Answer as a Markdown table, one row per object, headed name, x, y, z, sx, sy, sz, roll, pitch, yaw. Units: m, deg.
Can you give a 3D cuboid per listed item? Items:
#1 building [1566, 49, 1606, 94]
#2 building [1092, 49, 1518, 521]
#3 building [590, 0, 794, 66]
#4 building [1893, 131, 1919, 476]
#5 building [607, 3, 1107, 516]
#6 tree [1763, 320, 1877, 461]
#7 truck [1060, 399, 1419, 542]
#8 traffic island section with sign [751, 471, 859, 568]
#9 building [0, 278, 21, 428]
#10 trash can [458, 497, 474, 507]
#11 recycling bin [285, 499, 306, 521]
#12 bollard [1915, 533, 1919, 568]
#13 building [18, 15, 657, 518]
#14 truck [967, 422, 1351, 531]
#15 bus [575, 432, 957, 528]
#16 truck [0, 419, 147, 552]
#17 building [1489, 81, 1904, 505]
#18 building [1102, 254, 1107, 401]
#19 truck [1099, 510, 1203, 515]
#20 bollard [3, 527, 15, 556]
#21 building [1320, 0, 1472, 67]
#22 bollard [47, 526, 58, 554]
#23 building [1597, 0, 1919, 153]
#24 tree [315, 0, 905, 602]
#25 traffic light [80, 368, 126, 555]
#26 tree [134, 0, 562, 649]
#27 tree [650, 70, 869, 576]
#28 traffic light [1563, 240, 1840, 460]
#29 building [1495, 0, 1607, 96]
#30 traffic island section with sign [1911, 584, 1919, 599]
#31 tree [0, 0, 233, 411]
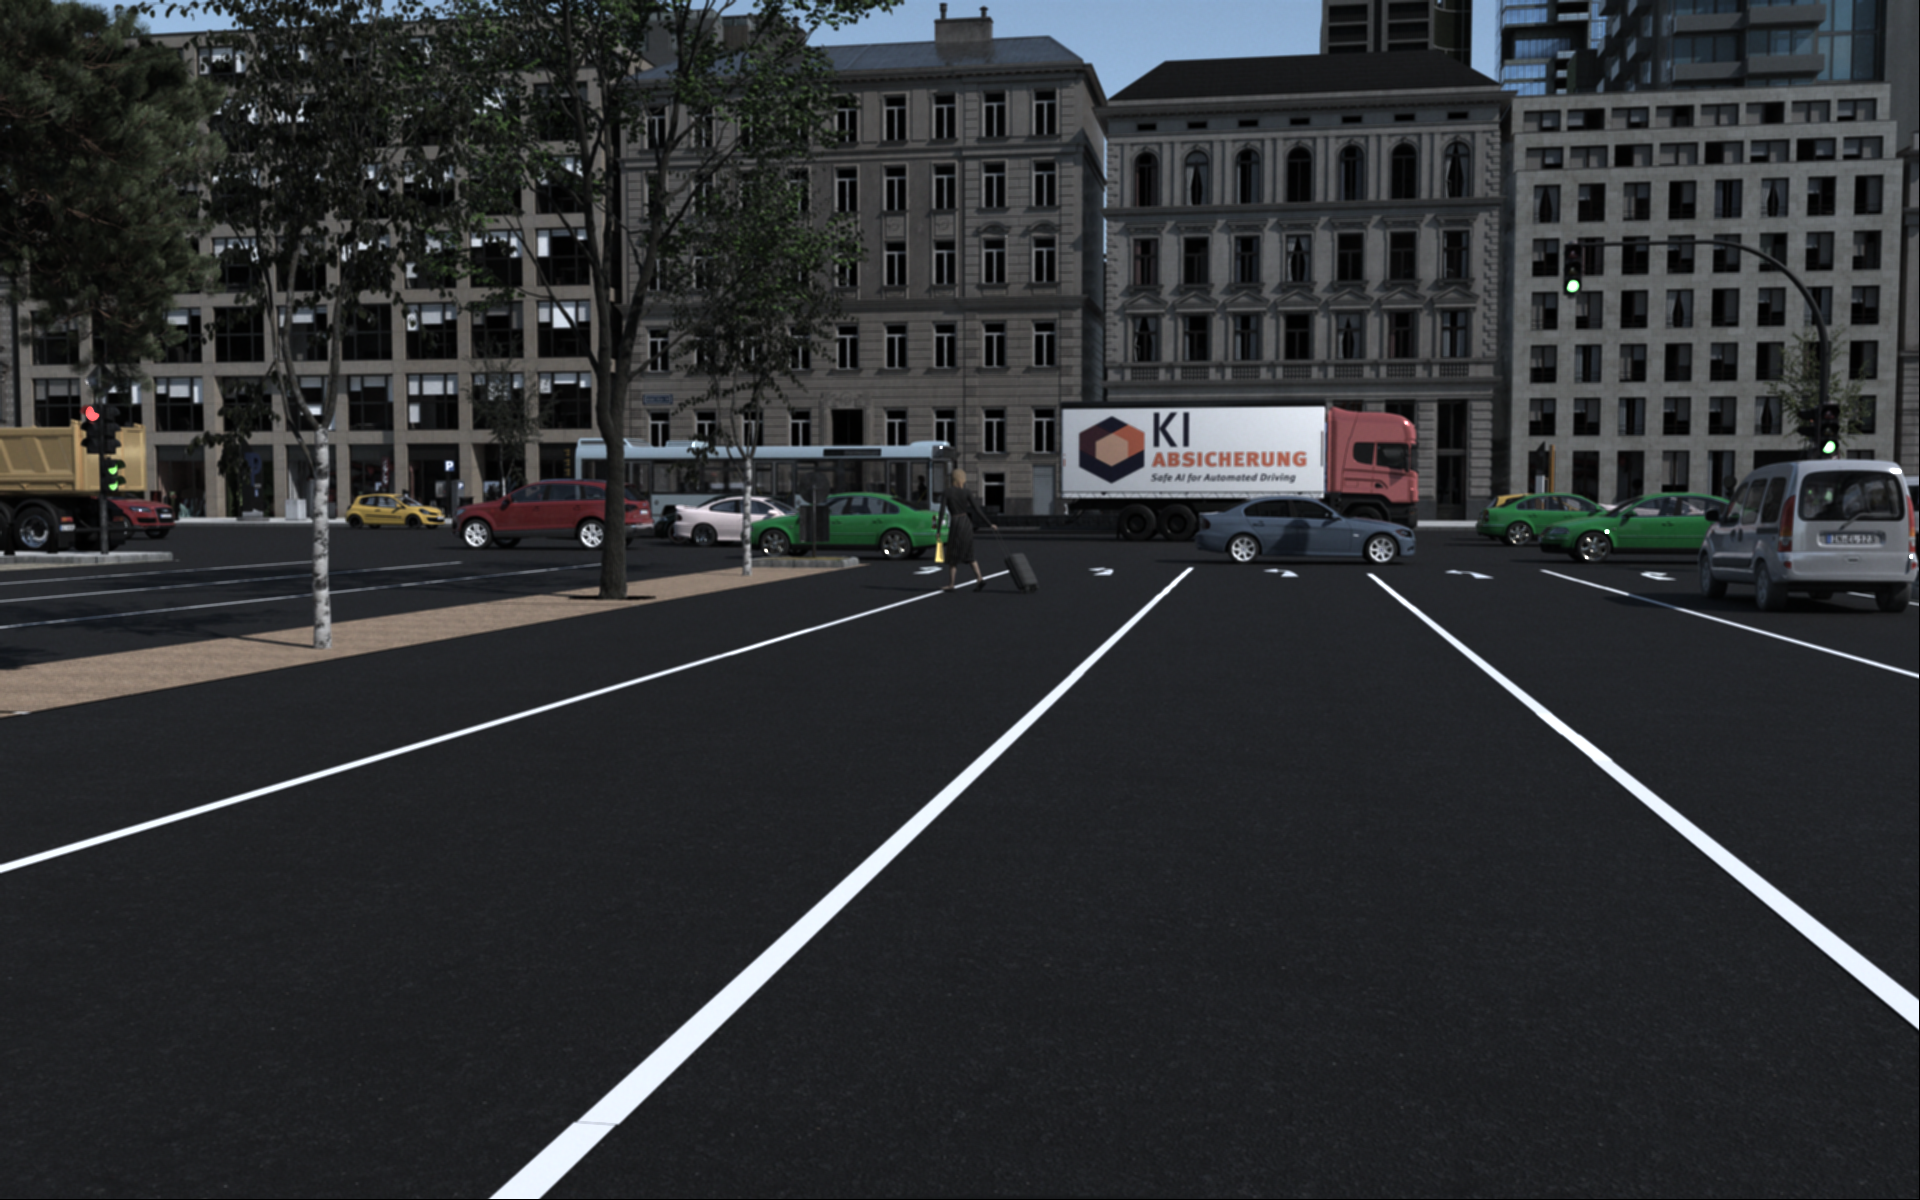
| name | x | y | z | sx | sy | sz | roll | pitch | yaw |
| --- | --- | --- | --- | --- | --- | --- | --- | --- | --- |
| building | 63.373 | -29.257 | 161.939 | 14.154 | 41.232 | 14.086 | 1 | 4 | 10 |
| building | 17.187 | -15.875 | 88.440 | 19.941 | 23.489 | 11.050 | 1 | 4 | 10 |
| building | -22.184 | -28.178 | 144.305 | 14.154 | 41.232 | 14.086 | 1 | 4 | 10 |
| building | 55.666 | -14.748 | 82.937 | 24.055 | 21.916 | 13.314 | 1 | 4 | 10 |
| building | -4.810 | -18.137 | 93.802 | 25.104 | 27.353 | 12.463 | 1 | 4 | 10 |
| tree | 36.573 | -7.561 | 73.980 | 4.737 | 8.622 | 4.395 | 0 | 3 | 0 |
| truck | 8.772 | -3.893 | 52.562 | 11.283 | 4.237 | 2.839 | 1 | 4 | 12 |
| traffic island section with sign | -3.054 | -1.605 | 34.378 | 2.006 | 1.907 | 1.989 | 1 | 4 | 10 |
| building | -60.583 | -14.534 | 102.265 | 19.286 | 19.102 | 10.561 | 1 | 4 | 10 |
| trash can | -23.264 | -4.280 | 81.623 | 0.748 | 1.137 | 0.748 | 0 | 3 | 0 |
| recycling bin | -31.883 | -4.316 | 83.125 | 0.722 | 1.027 | 0.722 | 1 | 4 | 9 |
| bollard | 16.732 | -0.871 | 30.274 | 0.229 | 0.601 | 0.229 | 0 | 3 | 0 |
| building | -33.491 | -18.179 | 101.745 | 34.151 | 26.468 | 19.350 | 1 | 4 | 10 |
| truck | 6.549 | -4.511 | 63.506 | 18.799 | 4.110 | 2.967 | 1 | 4 | 12 |
| bus | -5.839 | -3.780 | 56.668 | 13.247 | 3.499 | 2.948 | 1 | 4 | 10 |
| truck | -24.819 | -2.814 | 41.935 | 9.791 | 3.379 | 3.469 | 1 | 4 | 10 |
| building | 35.286 | -14.096 | 85.225 | 16.860 | 20.320 | 10.420 | 1 | 4 | 10 |
| building | 13.419 | -34.915 | 262.736 | 23.993 | 40.220 | 32.217 | 1 | 4 | 10 |
| truck | 9.511 | -4.350 | 67.039 | 9.791 | 3.379 | 3.469 | 1 | 4 | 12 |
| bollard | -19.850 | -1.230 | 36.150 | 0.229 | 0.601 | 0.229 | 0 | 3 | 0 |
| building | 61.581 | -49.455 | 246.842 | 20.611 | 71.187 | 20.563 | 1 | 4 | 10 |
| bollard | -19.624 | -1.308 | 37.424 | 0.229 | 0.601 | 0.229 | 0 | 3 | 0 |
| building | 63.802 | -31.739 | 138.546 | 23.786 | 49.044 | 30.456 | 1 | 4 | 10 |
| tree | -4.620 | -5.797 | 23.001 | 9.928 | 11.665 | 9.643 | 0 | 3 | 0 |
| traffic light | -18.167 | -2.922 | 36.696 | 0.839 | 4.253 | 0.868 | 1 | 4 | 10 |
| tree | -5.860 | -3.862 | 15.969 | 4.360 | 8.622 | 3.978 | 0 | 3 | 0 |
| tree | -3.698 | -4.737 | 30.273 | 4.360 | 8.622 | 3.978 | 0 | 3 | 0 |
| traffic light | 13.194 | -3.444 | 30.984 | 4.771 | 5.953 | 1.251 | 1 | 4 | 10 |
| building | 87.015 | -56.829 | 241.820 | 31.000 | 86.520 | 22.319 | 1 | 4 | 10 |
| traffic island section with sign | 13.983 | -0.906 | 23.447 | 1.989 | 1.847 | 2.006 | 1 | 4 | 10 |
| tree | -7.327 | -5.250 | 10.348 | 6.751 | 12.117 | 7.091 | 0 | 3 | 0 |
